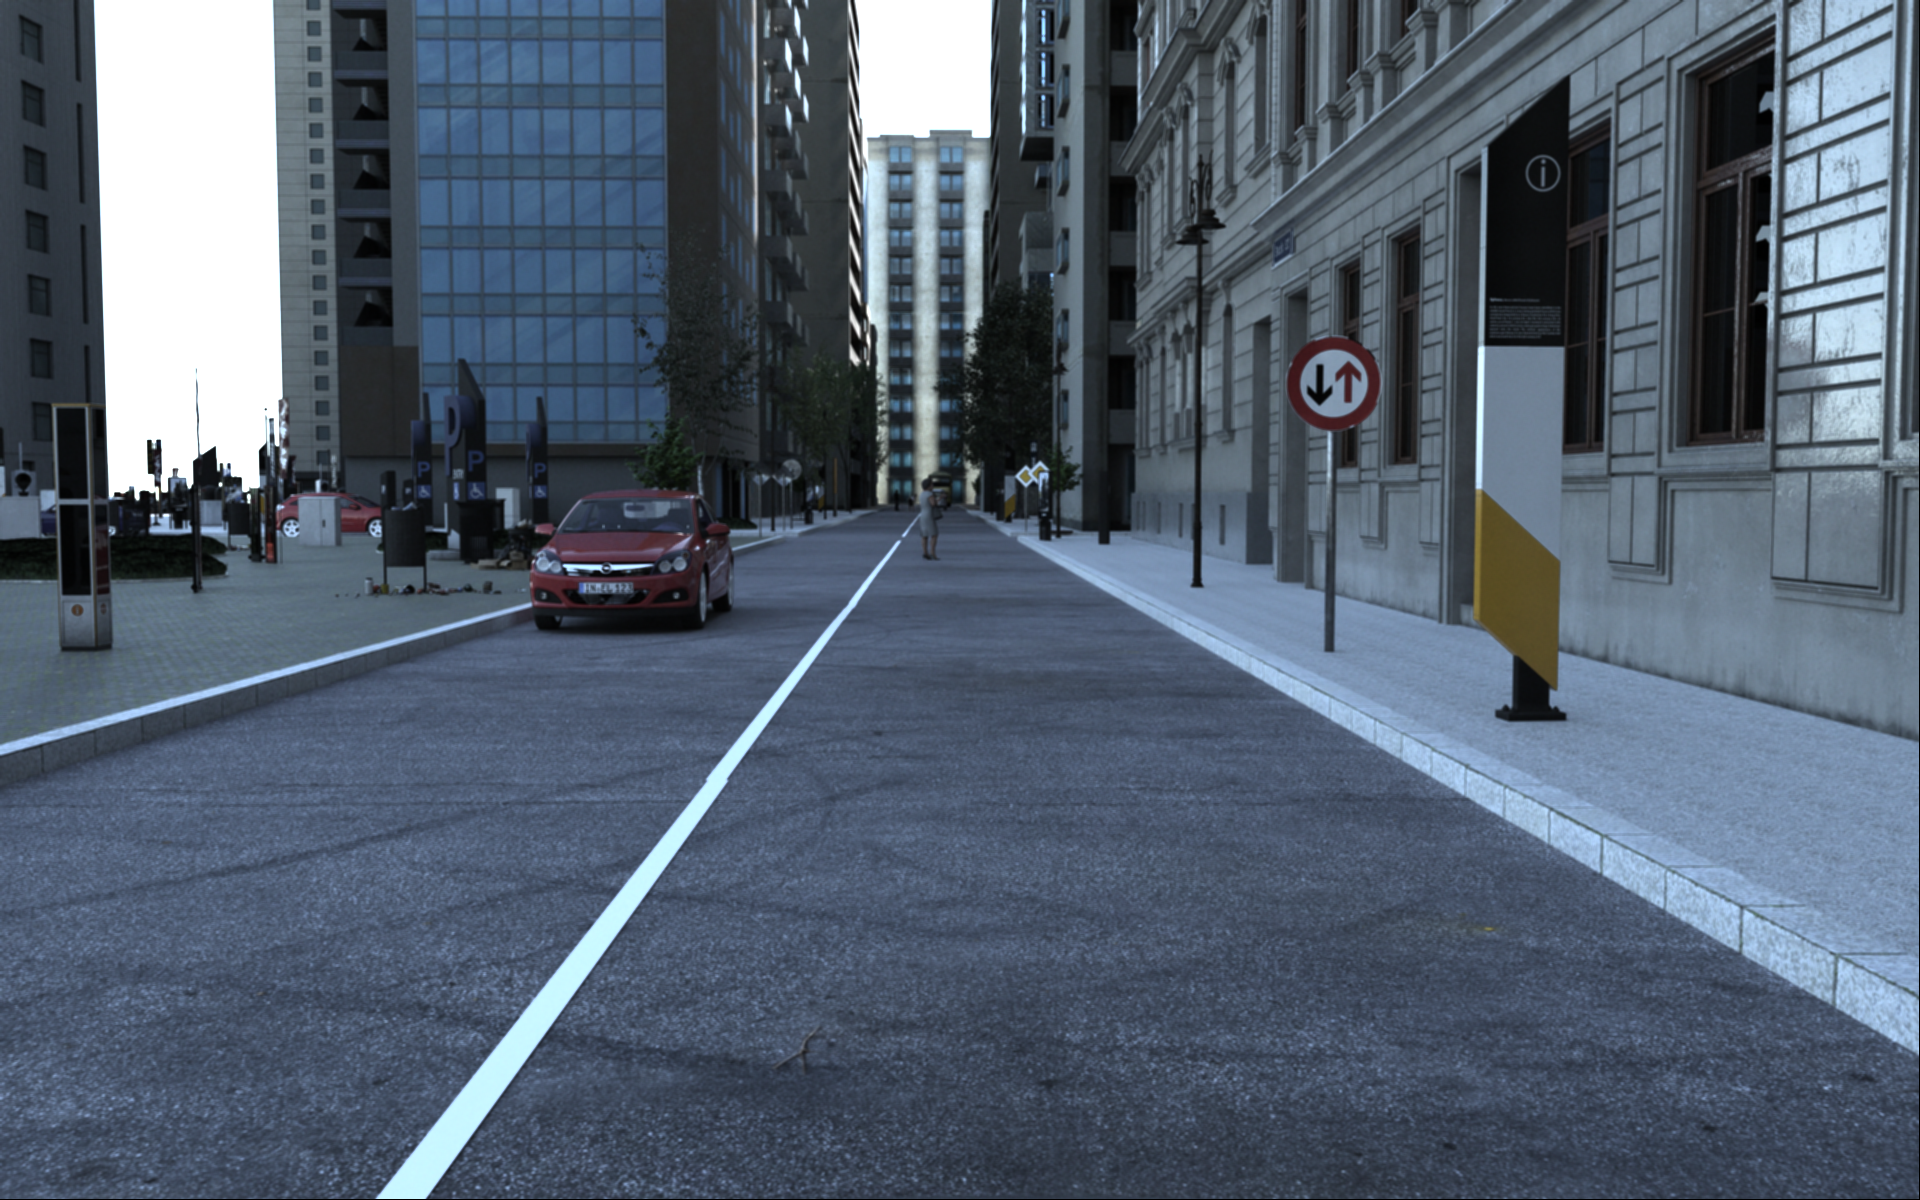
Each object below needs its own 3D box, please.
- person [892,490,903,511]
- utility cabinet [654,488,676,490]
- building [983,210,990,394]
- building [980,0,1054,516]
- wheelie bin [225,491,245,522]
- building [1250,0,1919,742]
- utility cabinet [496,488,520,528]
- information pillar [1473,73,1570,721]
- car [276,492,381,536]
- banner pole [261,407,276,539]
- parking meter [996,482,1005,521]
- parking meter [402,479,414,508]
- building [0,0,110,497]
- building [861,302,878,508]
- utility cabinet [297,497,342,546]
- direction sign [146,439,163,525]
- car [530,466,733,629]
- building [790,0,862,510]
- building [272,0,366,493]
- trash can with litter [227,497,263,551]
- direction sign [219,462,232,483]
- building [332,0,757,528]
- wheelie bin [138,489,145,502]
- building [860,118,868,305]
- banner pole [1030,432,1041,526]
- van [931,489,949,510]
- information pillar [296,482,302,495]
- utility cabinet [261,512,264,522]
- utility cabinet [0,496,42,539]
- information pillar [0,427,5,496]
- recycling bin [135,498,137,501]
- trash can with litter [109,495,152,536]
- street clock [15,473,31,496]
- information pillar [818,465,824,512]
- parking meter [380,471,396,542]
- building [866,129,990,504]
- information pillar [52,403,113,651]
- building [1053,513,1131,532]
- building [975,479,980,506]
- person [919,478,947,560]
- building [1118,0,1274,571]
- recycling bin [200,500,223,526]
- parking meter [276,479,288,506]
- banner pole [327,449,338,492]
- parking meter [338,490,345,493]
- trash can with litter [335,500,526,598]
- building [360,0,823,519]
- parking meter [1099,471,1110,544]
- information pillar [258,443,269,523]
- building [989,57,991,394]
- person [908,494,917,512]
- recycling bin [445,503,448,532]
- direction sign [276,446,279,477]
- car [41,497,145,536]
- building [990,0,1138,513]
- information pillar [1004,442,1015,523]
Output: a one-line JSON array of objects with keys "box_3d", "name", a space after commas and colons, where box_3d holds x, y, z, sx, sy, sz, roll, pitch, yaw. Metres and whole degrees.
[{"box_3d": [-5.406, -8.585, 148.879, 0.705, 1.822, 1.348, 3, 5, 41], "name": "person"}, {"box_3d": [-10.235, -3.155, 60.266, 1.173, 1.500, 0.318, 3, 5, 40], "name": "utility cabinet"}, {"box_3d": [9.286, -24.871, 178.347, 14.160, 30.474, 14.107, 0, 4, -1], "name": "building"}, {"box_3d": [12.898, -49.038, 114.443, 22.319, 86.520, 31.000, 0, 4, -1], "name": "building"}, {"box_3d": [-33.784, -4.431, 80.350, 0.693, 1.594, 0.980, 0, 4, -2], "name": "wheelie bin"}, {"box_3d": [9.806, -10.980, 15.682, 11.583, 22.565, 21.152, 0, 4, -1], "name": "building"}, {"box_3d": [-16.514, -3.343, 63.332, 0.318, 1.500, 1.173, -3, 5, -45], "name": "utility cabinet"}, {"box_3d": [3.171, -1.126, 9.757, 0.504, 3.616, 0.183, 0, 4, -6], "name": "information pillar"}, {"box_3d": [-19.758, -2.860, 55.799, 4.494, 1.783, 2.155, 0, 4, 1], "name": "car"}, {"box_3d": [-19.801, -3.653, 49.738, 0.401, 3.779, 0.863, -3, 5, -44], "name": "banner pole"}, {"box_3d": [1.921, -4.699, 82.540, 0.255, 1.863, 0.399, 3, 5, 41], "name": "parking meter"}, {"box_3d": [-20.286, -3.547, 63.708, 0.399, 1.863, 0.255, -1, 4, -10], "name": "parking meter"}, {"box_3d": [-43.721, -18.093, 67.527, 14.107, 30.474, 14.160, 0, 4, -1], "name": "building"}, {"box_3d": [-22.434, -19.916, 170.658, 27.650, 21.520, 28.899, 0, 4, -1], "name": "building"}, {"box_3d": [-15.972, -1.959, 43.196, 1.020, 1.237, 0.306, 1, 4, 11], "name": "utility cabinet"}, {"box_3d": [-32.936, -4.824, 70.872, 0.876, 3.537, 0.379, 2, 4, 24], "name": "direction sign"}, {"box_3d": [-3.642, -0.652, 19.697, 2.155, 1.783, 4.494, 0, 4, -1], "name": "car"}, {"box_3d": [-19.384, -31.851, 144.470, 21.300, 48.544, 21.600, 0, 4, -1], "name": "building"}, {"box_3d": [-63.682, -46.418, 197.183, 20.611, 71.187, 20.563, 0, 4, -1], "name": "building"}, {"box_3d": [-16.881, -1.743, 39.557, 2.233, 1.210, 1.678, -3, 5, -41], "name": "trash can with litter"}, {"box_3d": [-52.083, -8.004, 122.855, 0.876, 3.537, 0.379, 0, 4, -4], "name": "direction sign"}, {"box_3d": [-15.891, -25.684, 70.040, 14.600, 45.320, 14.200, 0, 4, -1], "name": "building"}, {"box_3d": [-49.781, -5.980, 105.679, 0.693, 1.594, 0.980, -2, 4, -26], "name": "wheelie bin"}, {"box_3d": [-18.119, -33.765, 202.160, 14.200, 45.320, 14.600, 0, 4, -1], "name": "building"}, {"box_3d": [3.094, -4.924, 70.531, 0.401, 3.779, 0.863, -2, 4, -34], "name": "banner pole"}, {"box_3d": [-1.980, -8.935, 153.093, 2.013, 2.044, 4.112, 0, 4, 0], "name": "van"}, {"box_3d": [-39.521, -6.050, 103.403, 0.304, 2.012, 0.304, 1, 4, 8], "name": "information pillar"}, {"box_3d": [-32.042, -4.191, 79.689, 0.306, 1.237, 1.020, 2, 4, 30], "name": "utility cabinet"}, {"box_3d": [-24.604, -2.086, 45.271, 1.020, 1.237, 0.306, -1, 4, -23], "name": "utility cabinet"}, {"box_3d": [-28.616, -3.670, 51.362, 0.183, 3.616, 0.504, 3, 5, 44], "name": "information pillar"}, {"box_3d": [-54.067, -6.123, 112.658, 0.722, 1.027, 0.722, 2, 4, 26], "name": "recycling bin"}, {"box_3d": [-24.198, -2.390, 50.126, 2.233, 1.210, 1.678, -1, 4, -21], "name": "trash can with litter"}, {"box_3d": [-32.470, -3.395, 60.075, 0.471, 2.002, 0.358, -2, 4, -34], "name": "street clock"}, {"box_3d": [-9.669, -7.925, 120.931, 0.504, 3.616, 0.183, -1, 4, -15], "name": "information pillar"}, {"box_3d": [-14.341, -2.309, 43.459, 0.255, 1.863, 0.399, -3, 5, -44], "name": "parking meter"}, {"box_3d": [-1.307, -37.328, 229.921, 30.456, 49.044, 23.786, 0, 4, -1], "name": "building"}, {"box_3d": [-7.194, -0.594, 14.210, 0.304, 2.012, 0.304, 0, 4, -2], "name": "information pillar"}, {"box_3d": [14.518, -27.200, 68.424, 21.600, 48.544, 21.300, 0, 4, -1], "name": "building"}, {"box_3d": [17.958, -30.906, 197.189, 32.217, 40.220, 23.993, 0, 4, -1], "name": "building"}, {"box_3d": [-0.564, -1.762, 37.660, 0.532, 1.782, 0.716, -2, 4, -30], "name": "person"}, {"box_3d": [11.323, -15.346, 38.301, 14.401, 28.519, 23.554, 0, 4, -1], "name": "building"}, {"box_3d": [-30.239, -3.504, 69.847, 0.722, 1.027, 0.722, -3, 5, -44], "name": "recycling bin"}, {"box_3d": [-26.244, -3.753, 67.071, 0.399, 1.863, 0.255, 0, 4, 1], "name": "parking meter"}, {"box_3d": [-34.690, -6.463, 95.686, 0.863, 3.779, 0.401, 2, 4, 29], "name": "banner pole"}, {"box_3d": [-35.299, -5.535, 98.905, 0.372, 1.533, 0.369, 0, 3, 0], "name": "parking meter"}, {"box_3d": [-6.781, -0.690, 22.337, 2.233, 1.210, 1.678, 0, 4, -7], "name": "trash can with litter"}, {"box_3d": [-20.489, -29.390, 100.136, 23.786, 49.044, 30.456, 0, 4, -1], "name": "building"}, {"box_3d": [3.696, -2.362, 44.336, 0.255, 1.863, 0.399, 1, 4, 11], "name": "parking meter"}, {"box_3d": [-30.598, -5.187, 76.157, 0.504, 3.616, 0.183, 1, 4, 13], "name": "information pillar"}, {"box_3d": [9.745, -29.333, 163.196, 14.154, 41.232, 14.086, 0, 4, -1], "name": "building"}, {"box_3d": [-3.731, -7.704, 137.642, 0.799, 1.438, 0.628, 0, 4, 8], "name": "person"}, {"box_3d": [-14.147, -2.221, 48.861, 0.722, 1.027, 0.722, -1, 4, -16], "name": "recycling bin"}, {"box_3d": [-31.978, -5.475, 81.509, 0.379, 3.537, 0.876, 0, 4, 7], "name": "direction sign"}, {"box_3d": [-28.509, -2.657, 56.016, 3.894, 1.354, 1.945, 0, 4, -2], "name": "car"}, {"box_3d": [13.521, -31.897, 145.215, 21.300, 48.544, 21.600, 0, 4, -1], "name": "building"}, {"box_3d": [2.234, -5.291, 77.865, 0.504, 3.616, 0.183, 0, 4, -7], "name": "information pillar"}]
